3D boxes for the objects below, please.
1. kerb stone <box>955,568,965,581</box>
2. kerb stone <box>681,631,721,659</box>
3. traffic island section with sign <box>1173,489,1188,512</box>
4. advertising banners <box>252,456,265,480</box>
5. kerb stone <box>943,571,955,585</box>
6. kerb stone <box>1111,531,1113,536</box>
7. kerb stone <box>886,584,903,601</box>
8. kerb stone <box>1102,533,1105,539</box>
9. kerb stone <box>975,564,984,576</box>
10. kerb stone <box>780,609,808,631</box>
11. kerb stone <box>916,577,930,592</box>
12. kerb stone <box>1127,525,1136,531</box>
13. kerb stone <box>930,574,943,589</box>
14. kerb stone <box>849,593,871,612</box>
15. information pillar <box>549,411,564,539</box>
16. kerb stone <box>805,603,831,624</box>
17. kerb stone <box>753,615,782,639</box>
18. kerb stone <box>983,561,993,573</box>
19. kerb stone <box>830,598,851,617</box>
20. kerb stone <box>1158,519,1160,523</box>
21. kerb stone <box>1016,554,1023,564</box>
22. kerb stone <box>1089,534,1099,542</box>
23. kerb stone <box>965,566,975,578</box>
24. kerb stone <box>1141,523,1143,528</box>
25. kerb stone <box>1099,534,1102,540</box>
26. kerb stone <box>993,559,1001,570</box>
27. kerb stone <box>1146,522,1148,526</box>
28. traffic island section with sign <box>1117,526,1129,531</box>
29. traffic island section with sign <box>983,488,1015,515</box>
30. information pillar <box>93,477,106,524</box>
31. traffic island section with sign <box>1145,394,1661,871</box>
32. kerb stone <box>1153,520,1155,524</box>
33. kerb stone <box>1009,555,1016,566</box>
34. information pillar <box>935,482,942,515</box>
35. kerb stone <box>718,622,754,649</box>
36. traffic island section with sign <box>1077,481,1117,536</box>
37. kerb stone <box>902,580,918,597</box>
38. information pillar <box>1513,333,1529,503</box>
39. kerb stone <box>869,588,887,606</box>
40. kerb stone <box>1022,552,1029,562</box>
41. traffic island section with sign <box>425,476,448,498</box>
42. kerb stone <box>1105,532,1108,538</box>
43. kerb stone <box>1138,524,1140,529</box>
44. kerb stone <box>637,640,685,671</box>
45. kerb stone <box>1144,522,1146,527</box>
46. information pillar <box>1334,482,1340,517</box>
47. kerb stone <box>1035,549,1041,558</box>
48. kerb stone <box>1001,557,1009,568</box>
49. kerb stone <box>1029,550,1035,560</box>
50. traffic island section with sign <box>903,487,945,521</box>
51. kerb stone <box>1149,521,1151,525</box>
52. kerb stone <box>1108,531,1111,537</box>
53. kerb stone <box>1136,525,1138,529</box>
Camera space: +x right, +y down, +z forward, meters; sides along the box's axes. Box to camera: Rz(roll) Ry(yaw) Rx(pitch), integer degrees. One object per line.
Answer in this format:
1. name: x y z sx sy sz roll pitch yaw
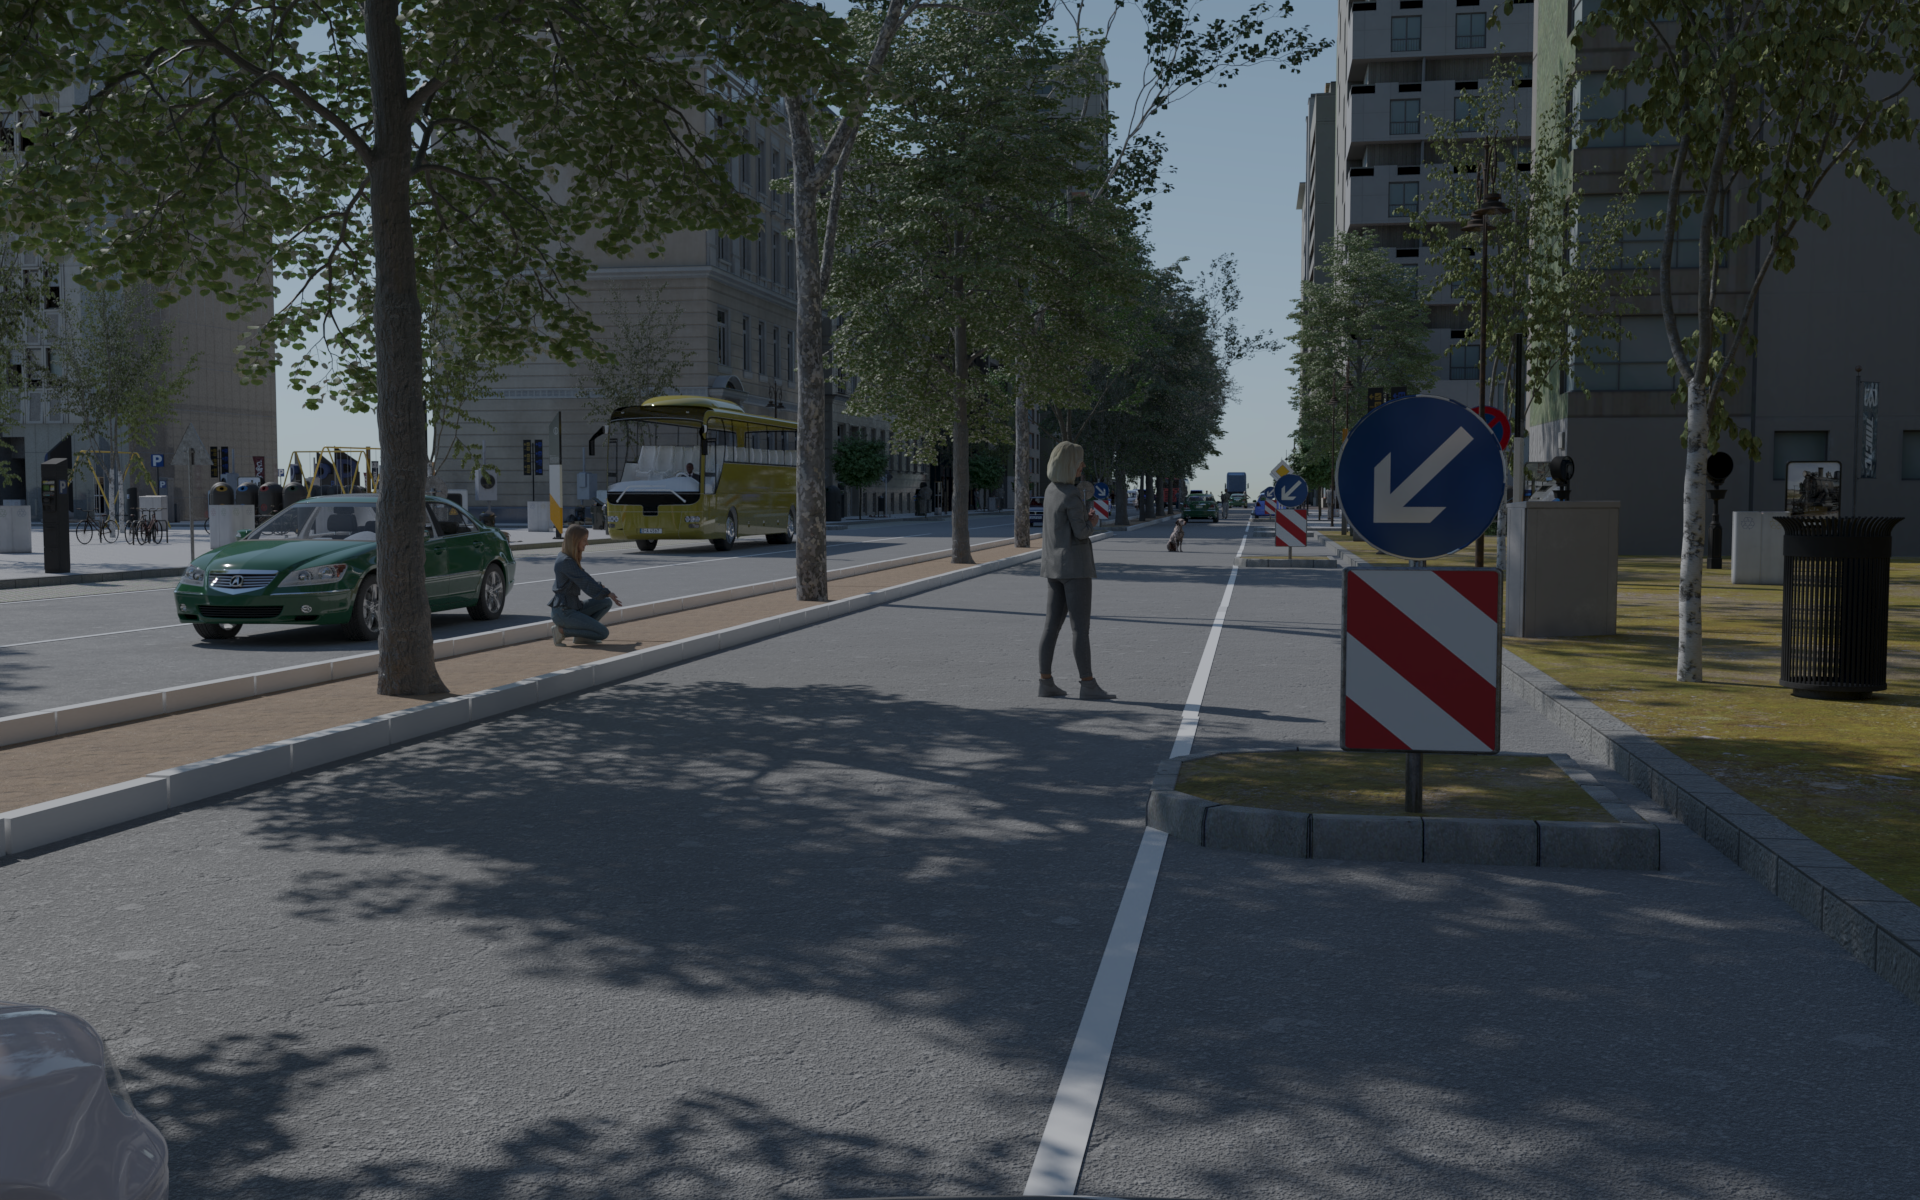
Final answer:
1. kerb stone: -0.106 -0.391 28.601 0.120 0.150 1.000 1 4 10
2. kerb stone: -2.368 0.411 15.471 0.120 0.150 1.000 1 4 10
3. traffic island section with sign: 18.290 -8.169 141.701 2.006 1.907 1.989 1 4 10
4. advertising banners: -31.565 -5.130 80.069 2.074 3.025 0.090 -1 4 -19
5. kerb stone: -0.269 -0.330 27.589 0.120 0.150 1.000 1 4 10
6. kerb stone: 4.942 -2.183 57.893 0.120 0.150 1.000 1 4 10
7. kerb stone: -0.965 -0.083 23.555 0.120 0.150 1.000 1 4 10
8. kerb stone: 4.416 -1.998 54.856 0.120 0.150 1.000 1 4 10
9. kerb stone: 0.249 -0.510 30.616 0.120 0.150 1.000 1 4 10
10. kerb stone: -1.841 0.226 18.493 0.120 0.150 1.000 1 4 10
11. kerb stone: -0.626 -0.206 25.571 0.120 0.150 1.000 1 4 10
12. kerb stone: 6.774 -2.834 68.531 0.120 0.150 1.000 1 4 10
13. kerb stone: -0.451 -0.268 26.582 0.120 0.150 1.000 1 4 10
14. kerb stone: -1.311 0.041 21.530 0.120 0.150 1.000 1 4 10
15. information pillar: -11.447 -3.531 49.084 0.504 3.616 0.183 3 5 40
16. kerb stone: -1.664 0.165 19.506 0.120 0.150 1.000 1 4 10
17. kerb stone: -2.016 0.288 17.485 0.120 0.150 1.000 1 4 10
18. kerb stone: 0.415 -0.577 31.631 0.120 0.150 1.000 1 4 10
19. kerb stone: -1.490 0.107 20.513 0.120 0.150 1.000 1 4 10
20. kerb stone: 9.557 -3.822 84.679 0.120 0.150 1.000 1 4 10
21. kerb stone: 1.111 -0.821 35.669 0.120 0.150 1.000 1 4 10
22. kerb stone: 4.073 -1.874 52.839 0.120 0.150 1.000 1 4 10
23. kerb stone: 0.071 -0.451 29.609 0.120 0.150 1.000 1 4 10
24. kerb stone: 7.466 -3.080 72.568 0.120 0.150 1.000 1 4 10
25. kerb stone: 4.245 -1.936 53.847 0.120 0.150 1.000 1 4 10
26. kerb stone: 0.591 -0.639 32.638 0.120 0.150 1.000 1 4 10
27. kerb stone: 7.986 -3.266 75.602 0.120 0.150 1.000 1 4 10
28. traffic island section with sign: 5.557 -3.640 67.645 2.006 1.907 1.989 1 4 10
29. traffic island section with sign: 2.724 -6.749 118.981 1.989 1.847 2.006 1 4 10
30. information pillar: -37.010 -4.282 74.497 0.304 2.012 0.304 1 4 19
31. traffic island section with sign: 1.854 0.058 7.678 1.989 1.847 2.006 1 4 10
32. kerb stone: 8.862 -3.573 80.648 0.120 0.150 1.000 1 4 10
33. kerb stone: 0.939 -0.759 34.660 0.120 0.150 1.000 1 4 10
34. information pillar: -1.313 -6.107 104.336 0.304 2.012 0.304 3 5 43
35. kerb stone: -2.183 0.350 16.477 0.120 0.150 1.000 1 4 10
36. traffic island section with sign: 4.291 -3.193 60.347 2.006 1.907 1.989 1 4 10
37. kerb stone: -0.789 -0.145 24.561 0.120 0.150 1.000 1 4 10
38. information pillar: 8.232 -2.089 25.515 0.183 3.616 0.504 2 4 24
39. kerb stone: -1.142 -0.018 22.542 0.120 0.150 1.000 1 4 10
40. kerb stone: 1.290 -0.883 36.683 0.120 0.150 1.000 1 4 10
41. traffic island section with sign: -11.425 -1.721 36.773 1.989 1.847 2.006 1 4 10
42. kerb stone: 4.584 -2.059 55.864 0.120 0.150 1.000 1 4 10
43. kerb stone: 7.121 -2.957 70.546 0.120 0.150 1.000 1 4 10
44. kerb stone: -2.539 0.473 14.459 0.120 0.150 1.000 1 4 10
45. kerb stone: 7.814 -3.205 74.589 0.120 0.150 1.000 1 4 10
46. information pillar: 20.795 -5.583 95.770 0.304 2.012 0.304 -1 4 -21
47. kerb stone: 1.641 -1.010 38.705 0.120 0.150 1.000 1 4 10
48. kerb stone: 0.770 -0.695 33.648 0.120 0.150 1.000 1 4 10
49. kerb stone: 1.461 -0.948 37.699 0.120 0.150 1.000 1 4 10
50. traffic island section with sign: -1.864 -5.119 92.320 1.989 1.847 2.006 1 4 10
51. kerb stone: 8.342 -3.390 77.623 0.120 0.150 1.000 1 4 10
52. kerb stone: 4.764 -2.121 56.878 0.120 0.150 1.000 1 4 10
53. kerb stone: 6.943 -2.896 69.540 0.120 0.150 1.000 1 4 10
